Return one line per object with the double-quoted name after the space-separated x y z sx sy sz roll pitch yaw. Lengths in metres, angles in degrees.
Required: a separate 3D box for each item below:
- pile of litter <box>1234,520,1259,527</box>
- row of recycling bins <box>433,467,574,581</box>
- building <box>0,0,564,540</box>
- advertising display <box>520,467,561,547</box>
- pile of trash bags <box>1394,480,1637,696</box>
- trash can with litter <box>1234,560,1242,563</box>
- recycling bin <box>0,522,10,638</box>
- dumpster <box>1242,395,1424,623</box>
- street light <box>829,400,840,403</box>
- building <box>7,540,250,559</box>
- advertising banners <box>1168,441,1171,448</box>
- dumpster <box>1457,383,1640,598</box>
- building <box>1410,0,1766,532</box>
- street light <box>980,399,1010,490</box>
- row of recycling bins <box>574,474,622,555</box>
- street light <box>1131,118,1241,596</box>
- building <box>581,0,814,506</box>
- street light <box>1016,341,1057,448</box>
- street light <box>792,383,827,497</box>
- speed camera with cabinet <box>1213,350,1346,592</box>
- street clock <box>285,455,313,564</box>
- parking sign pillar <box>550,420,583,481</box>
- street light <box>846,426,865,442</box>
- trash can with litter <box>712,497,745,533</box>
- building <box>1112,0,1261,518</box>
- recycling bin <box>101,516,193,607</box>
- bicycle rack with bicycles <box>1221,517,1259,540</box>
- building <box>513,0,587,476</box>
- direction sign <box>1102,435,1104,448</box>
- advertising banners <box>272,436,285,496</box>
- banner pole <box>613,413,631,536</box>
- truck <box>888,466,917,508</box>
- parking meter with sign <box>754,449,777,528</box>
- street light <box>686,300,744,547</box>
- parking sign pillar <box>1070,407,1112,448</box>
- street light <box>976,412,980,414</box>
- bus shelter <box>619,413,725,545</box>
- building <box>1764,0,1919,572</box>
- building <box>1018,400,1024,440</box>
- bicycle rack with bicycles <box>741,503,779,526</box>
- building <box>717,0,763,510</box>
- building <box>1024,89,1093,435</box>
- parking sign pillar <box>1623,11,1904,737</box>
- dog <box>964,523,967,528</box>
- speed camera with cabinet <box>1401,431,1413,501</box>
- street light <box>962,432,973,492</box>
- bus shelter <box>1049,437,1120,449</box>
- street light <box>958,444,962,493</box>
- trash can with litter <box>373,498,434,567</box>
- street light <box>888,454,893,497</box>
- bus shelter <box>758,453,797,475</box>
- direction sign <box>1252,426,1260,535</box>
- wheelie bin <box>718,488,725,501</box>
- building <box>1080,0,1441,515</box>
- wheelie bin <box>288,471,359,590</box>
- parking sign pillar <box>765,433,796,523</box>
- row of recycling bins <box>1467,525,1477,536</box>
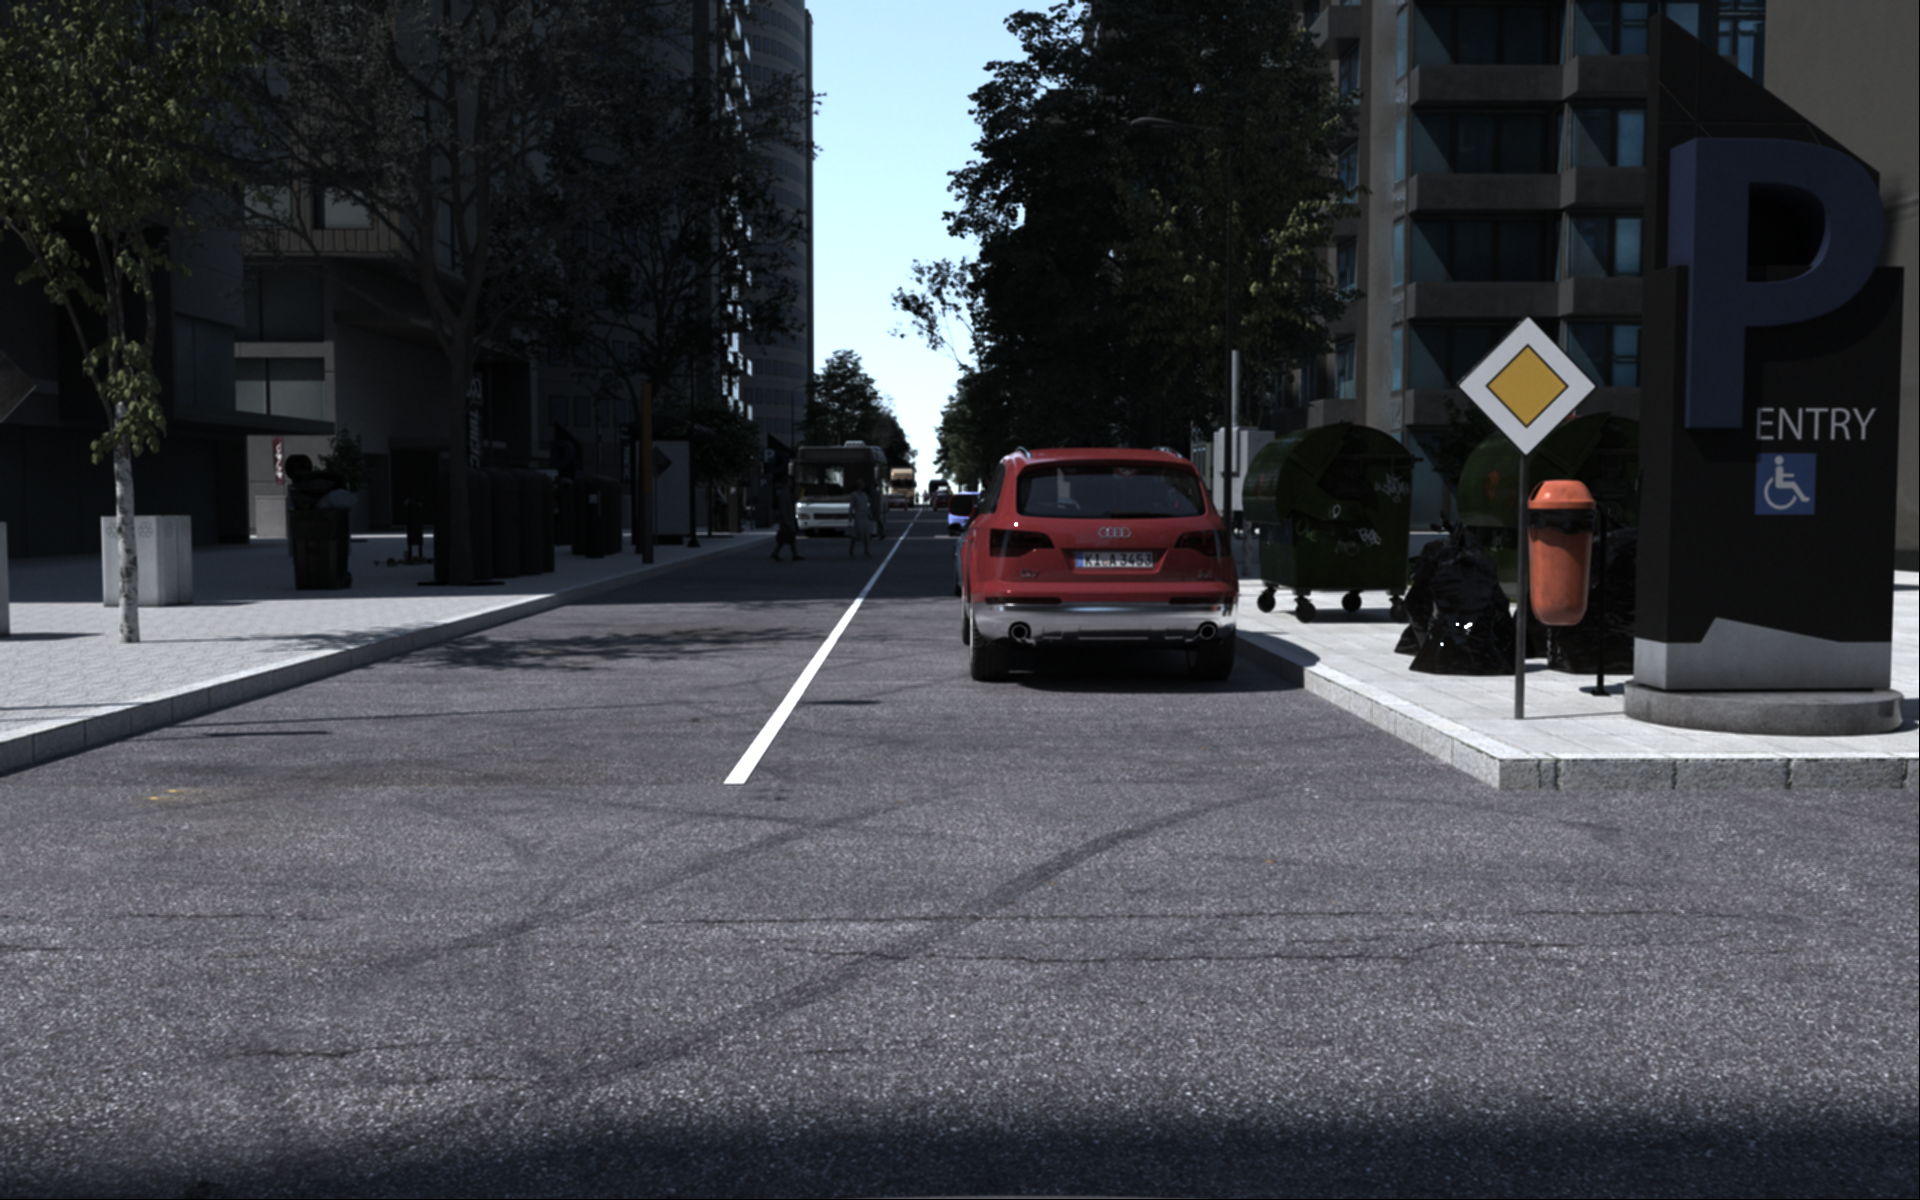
11.050 -3.176 65.898 1.719 0.858 1.176 3 5 40 "pile of litter"
-7.202 -1.222 27.095 1.069 1.692 3.534 0 4 6 "row of recycling bins"
-30.703 -29.073 64.576 28.713 52.752 27.495 0 4 -1 "building"
-10.219 -2.258 42.127 0.974 1.923 0.123 -1 4 -16 "advertising display"
4.164 -0.166 12.468 1.912 1.369 3.447 1 4 12 "pile of trash bags"
4.263 -1.317 32.597 2.233 1.210 1.678 3 5 45 "trash can with litter"
-8.954 -0.167 15.292 0.722 1.027 0.722 1 4 11 "recycling bin"
3.832 -0.944 17.932 1.502 2.255 1.985 0 4 -1 "dumpster"
-6.648 -6.943 86.058 1.470 5.913 1.316 0 4 -1 "street light"
-29.166 -26.907 29.168 28.713 52.752 27.495 0 4 -1 "building"
5.642 -3.101 46.888 0.090 3.025 2.074 0 4 6 "advertising banners"
5.586 -0.819 15.878 1.502 2.255 1.985 0 4 -1 "dumpster"
24.049 -27.510 69.390 23.786 49.044 30.456 0 4 -1 "building"
1.836 -6.815 83.960 1.470 5.913 1.316 0 4 -1 "street light"
-7.930 -1.885 37.933 1.069 1.692 3.534 -1 4 -8 "row of recycling bins"
2.807 -2.998 21.560 1.470 5.913 1.316 0 4 -1 "street light"
-27.466 -39.603 189.506 21.231 58.520 28.212 0 4 -1 "building"
2.383 -4.906 52.761 1.470 5.913 1.316 0 4 -1 "street light"
-6.482 -6.131 72.779 1.470 5.913 1.316 0 4 -1 "street light"
4.347 -1.783 23.481 0.660 3.252 2.038 -3 4 -36 "speed camera with cabinet"
-12.120 -1.665 31.789 0.358 2.002 0.471 1 4 22 "street clock"
-14.171 -4.518 62.349 1.447 3.967 1.447 2 4 34 "parking sign pillar"
-7.191 -8.906 118.151 1.470 5.913 1.316 0 4 -1 "street light"
-7.753 -2.840 57.821 1.055 1.170 0.624 -2 4 -30 "trash can with litter"
22.124 -48.432 104.532 22.319 86.520 31.000 0 4 -1 "building"
-9.366 -0.454 19.971 0.722 1.027 0.722 0 4 4 "recycling bin"
8.479 -2.189 49.173 2.925 0.926 2.852 1 4 21 "bicycle rack with bicycles"
-25.917 -33.981 97.584 21.231 58.520 28.212 0 4 -1 "building"
4.084 -3.518 49.523 0.379 3.537 0.876 0 4 4 "direction sign"
-19.921 -3.410 51.935 2.074 3.025 0.090 2 4 31 "advertising banners"
-10.434 -3.886 53.558 0.863 3.779 0.401 -3 5 -39 "banner pole"
-5.852 -11.517 177.218 2.839 4.237 11.283 0 4 -1 "truck"
-7.387 -4.237 65.533 0.543 3.016 1.738 0 4 6 "parking meter with sign"
-5.880 -4.223 41.581 1.470 5.913 1.316 0 4 -1 "street light"
4.046 -3.971 53.393 1.447 3.967 1.447 0 4 0 "parking sign pillar"
1.623 -7.688 98.237 1.470 5.913 1.316 0 4 -1 "street light"
-7.568 -3.191 46.095 2.014 3.302 5.546 0 4 -1 "bus shelter"
26.200 -24.764 28.598 21.600 48.544 21.300 0 4 -1 "building"
21.847 -23.569 230.396 27.650 21.520 28.899 0 4 -1 "building"
-8.306 -3.521 70.948 2.925 0.926 2.852 -2 4 -28 "bicycle rack with bicycles"
-27.348 -31.041 127.133 23.786 49.044 30.456 0 4 -1 "building"
18.792 -35.512 204.316 21.300 48.544 21.600 0 4 -1 "building"
4.555 -1.302 9.752 1.447 3.967 1.447 0 4 -3 "parking sign pillar"
0.160 -1.321 38.434 0.513 0.831 0.800 1 4 9 "dog"
13.261 -3.694 54.729 2.038 3.252 0.660 1 4 16 "speed camera with cabinet"
1.120 -9.596 129.437 1.470 5.913 1.316 0 4 -1 "street light"
4.136 -3.973 58.887 2.014 3.302 5.546 0 4 -1 "bus shelter"
0.589 -11.535 161.144 1.470 5.913 1.316 0 4 -1 "street light"
-10.203 -1.257 31.609 1.678 1.210 2.233 0 4 4 "trash can with litter"
-8.454 -13.991 201.293 1.470 5.913 1.316 0 4 -1 "street light"
-8.095 -5.275 80.170 2.014 3.302 5.546 0 4 -1 "bus shelter"
9.094 -3.791 53.972 0.379 3.537 0.876 -1 4 -22 "direction sign"
-11.602 -4.560 82.468 0.693 1.594 0.980 0 4 7 "wheelie bin"
21.176 -31.604 136.335 23.786 49.044 30.456 0 4 -1 "building"
-8.584 -0.942 23.308 0.980 1.594 0.693 0 4 -1 "wheelie bin"
-7.885 -5.366 76.212 1.447 3.967 1.447 1 4 17 "parking sign pillar"
11.145 -1.649 34.072 1.069 1.692 3.534 -1 4 -16 "row of recycling bins"
